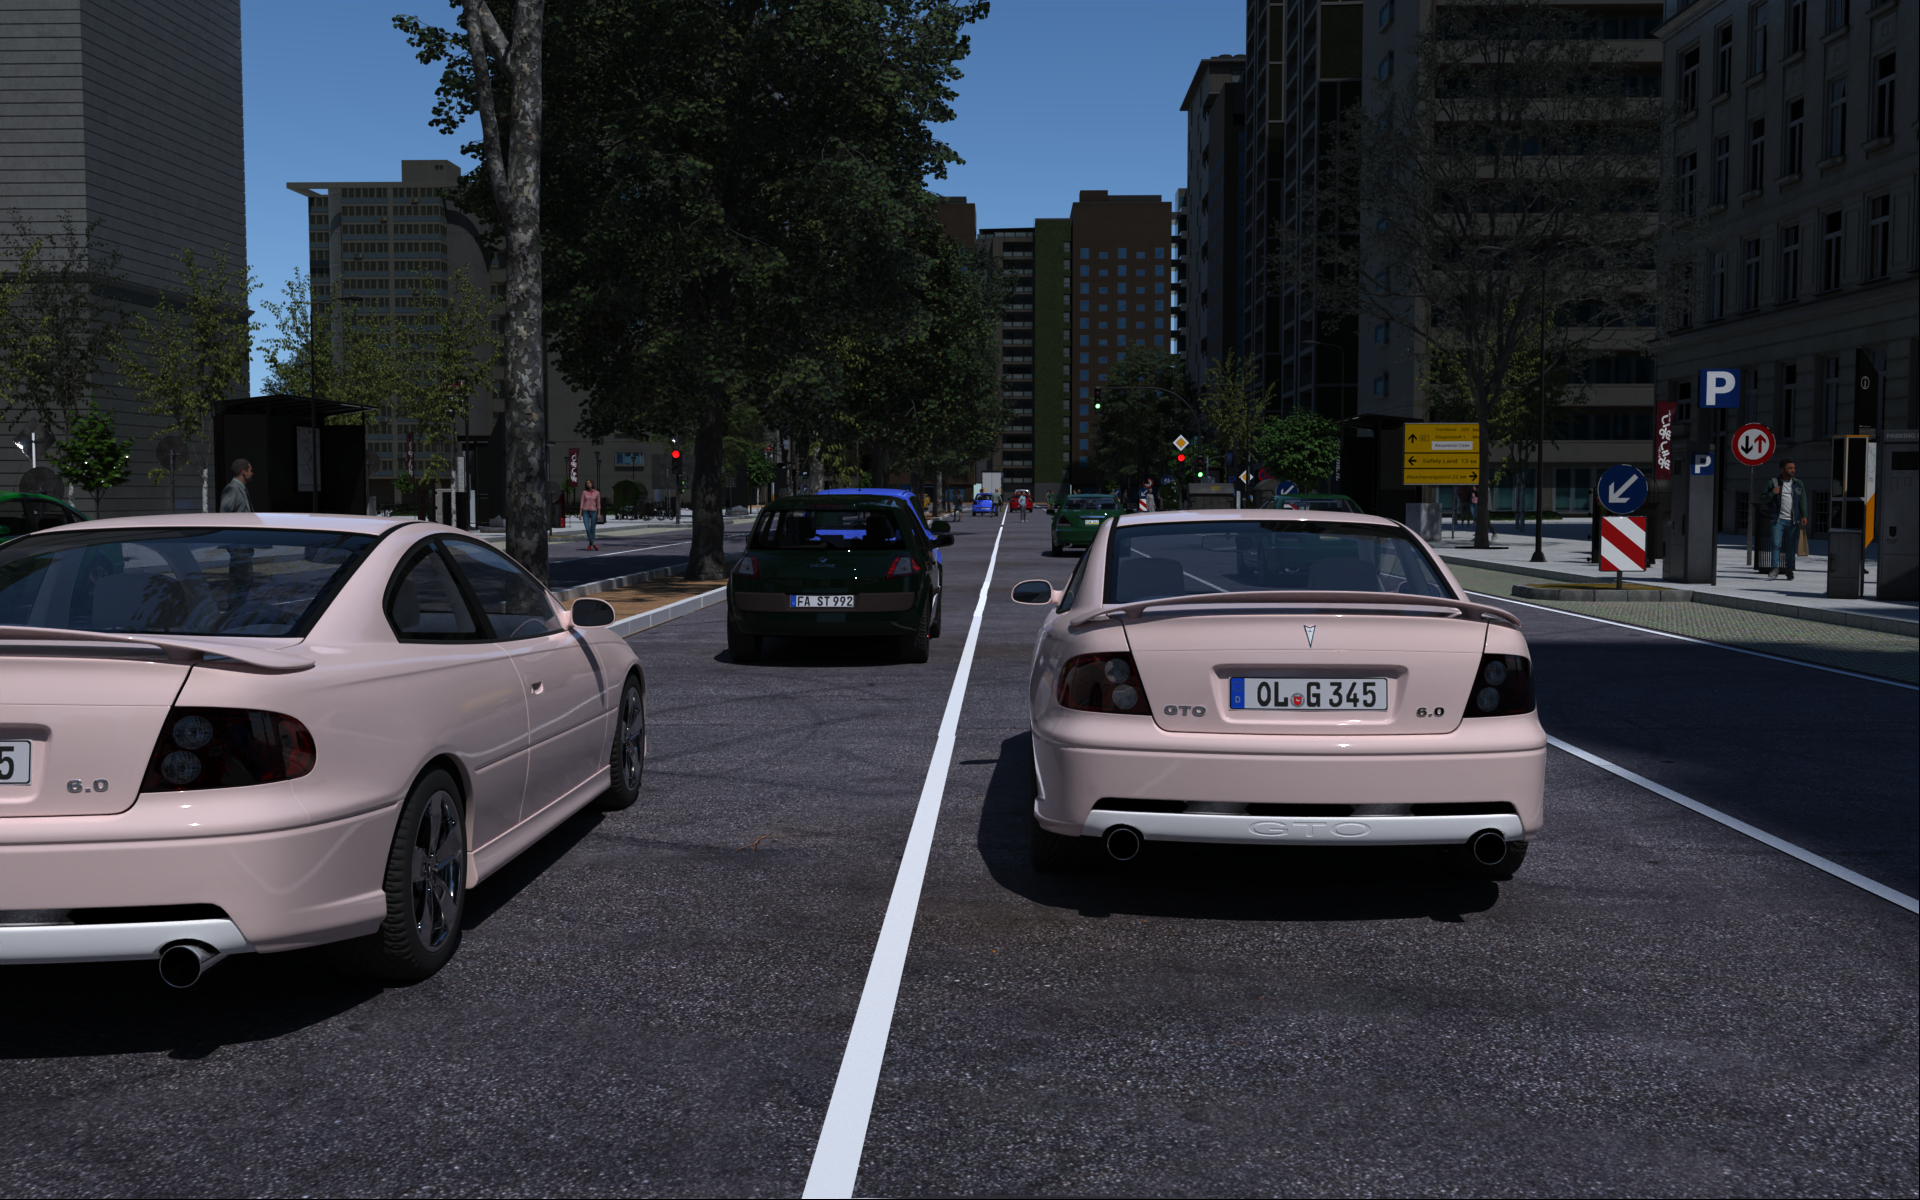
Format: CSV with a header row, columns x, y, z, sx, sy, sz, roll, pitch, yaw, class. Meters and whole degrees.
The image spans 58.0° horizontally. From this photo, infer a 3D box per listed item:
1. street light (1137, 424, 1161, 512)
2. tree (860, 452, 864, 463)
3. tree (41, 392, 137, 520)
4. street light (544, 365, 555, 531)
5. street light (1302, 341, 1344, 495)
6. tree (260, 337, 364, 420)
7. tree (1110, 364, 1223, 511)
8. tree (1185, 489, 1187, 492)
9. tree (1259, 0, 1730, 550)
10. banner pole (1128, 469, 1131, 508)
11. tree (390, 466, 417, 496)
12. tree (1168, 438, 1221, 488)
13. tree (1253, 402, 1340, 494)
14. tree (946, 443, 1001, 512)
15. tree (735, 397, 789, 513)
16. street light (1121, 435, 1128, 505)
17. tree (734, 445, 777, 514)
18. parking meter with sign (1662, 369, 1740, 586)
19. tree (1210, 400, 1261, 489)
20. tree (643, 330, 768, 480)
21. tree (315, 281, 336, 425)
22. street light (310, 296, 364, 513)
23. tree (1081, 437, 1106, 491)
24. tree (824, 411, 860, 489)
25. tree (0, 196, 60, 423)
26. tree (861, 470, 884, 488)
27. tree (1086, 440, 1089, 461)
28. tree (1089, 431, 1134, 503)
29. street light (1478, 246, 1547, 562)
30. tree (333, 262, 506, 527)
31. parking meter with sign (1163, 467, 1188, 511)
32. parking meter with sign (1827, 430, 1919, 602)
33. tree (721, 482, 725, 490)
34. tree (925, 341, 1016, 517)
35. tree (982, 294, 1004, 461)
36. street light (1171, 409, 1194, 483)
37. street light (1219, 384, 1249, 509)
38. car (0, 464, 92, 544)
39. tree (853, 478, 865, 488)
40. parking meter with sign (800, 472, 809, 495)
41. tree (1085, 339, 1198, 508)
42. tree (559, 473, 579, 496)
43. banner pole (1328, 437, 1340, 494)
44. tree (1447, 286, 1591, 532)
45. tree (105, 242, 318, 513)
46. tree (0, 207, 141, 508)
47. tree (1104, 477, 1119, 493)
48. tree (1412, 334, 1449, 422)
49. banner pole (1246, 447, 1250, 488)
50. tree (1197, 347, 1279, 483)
x,y,z,sx,sy,sz,roll,pitch,yaw,class
12.783,-8.734,115.349,1.470,5.913,1.316,0,4,2,street light
-12.049,-14.311,184.344,4.360,8.622,3.978,0,3,0,tree
-16.509,-2.339,32.838,1.663,3.219,1.824,0,3,0,tree
-14.022,-5.401,60.846,1.470,5.913,1.316,0,4,2,street light
11.047,-4.897,52.601,1.470,5.913,1.316,0,4,2,street light
-39.033,-10.293,102.702,7.601,10.594,8.767,0,4,-1,tree
14.800,-11.642,124.754,8.767,10.594,7.601,1,4,14,tree
20.843,-9.723,153.572,1.663,3.219,1.824,0,3,0,tree
12.209,-7.931,40.040,12.009,13.543,11.850,0,3,0,tree
15.340,-10.193,156.677,0.401,3.779,0.863,-1,4,-18,banner pole
-38.242,-7.648,119.638,1.663,3.219,1.824,0,3,0,tree
13.749,-7.179,101.089,4.285,4.588,4.351,0,3,0,tree
12.163,-4.778,61.839,4.285,4.588,4.351,0,3,0,tree
-0.850,-12.428,140.060,8.767,10.594,7.601,0,4,2,tree
-13.866,-10.330,119.261,4.360,8.622,3.978,0,3,0,tree
13.485,-9.994,135.940,1.470,5.913,1.316,0,4,2,street light
-13.594,-7.841,111.906,4.285,4.588,4.351,0,3,0,tree
10.608,-1.757,24.986,0.543,3.016,1.738,0,4,4,parking meter with sign
20.761,-11.065,131.280,4.360,8.622,3.978,0,3,0,tree
-13.993,-10.880,96.016,7.486,12.596,7.792,0,3,0,tree
-20.808,-6.516,56.900,4.737,8.622,4.395,0,3,0,tree
-14.652,-4.168,40.693,1.470,5.913,1.316,0,4,2,street light
17.399,-16.273,216.422,4.737,8.622,4.395,0,3,0,tree
-11.818,-12.229,150.301,4.360,8.622,3.978,0,3,0,tree
-22.102,-5.335,37.597,4.737,8.622,4.395,0,3,0,tree
-10.916,-14.226,216.301,4.285,4.588,4.351,0,3,0,tree
16.182,-15.123,197.614,4.360,8.622,3.978,0,3,0,tree
15.467,-13.303,167.868,4.360,8.622,3.978,0,3,0,tree
10.405,-3.675,32.630,1.470,5.913,1.316,0,4,2,street light
-16.172,-6.355,54.268,4.737,8.622,4.395,0,3,0,tree
14.071,-7.122,112.697,1.738,3.016,0.543,0,4,8,parking meter with sign
11.440,-1.502,20.826,1.738,3.016,0.543,2,4,31,parking meter with sign
-21.985,-9.821,155.166,1.663,3.219,1.824,0,3,0,tree
-1.528,-11.841,106.428,12.009,13.543,11.850,0,3,0,tree
-2.318,-10.778,85.328,9.857,13.997,8.962,0,3,0,tree
12.232,-7.487,94.952,1.470,5.913,1.316,0,4,2,street light
11.602,-6.151,73.115,1.470,5.913,1.316,0,4,2,street light
-11.122,-0.636,19.191,1.959,1.807,4.718,0,4,1,car
-11.224,-12.302,195.739,1.663,3.219,1.824,0,3,0,tree
-12.577,-8.800,140.137,1.738,3.016,0.543,-1,4,-17,parking meter with sign
15.175,-14.493,143.619,9.857,13.997,8.962,0,3,0,tree
-35.096,-9.867,155.922,1.663,3.219,1.824,0,3,0,tree
14.399,-4.679,66.522,0.863,3.779,0.401,3,4,37,banner pole
20.570,-6.884,62.918,4.737,8.622,4.395,0,3,0,tree
-22.152,-6.106,50.201,4.737,8.622,4.395,0,3,0,tree
-22.828,-5.717,43.834,4.360,8.622,3.978,0,3,0,tree
16.695,-11.836,188.112,1.663,3.219,1.824,0,3,0,tree
20.926,-7.443,72.057,4.737,8.622,4.395,0,3,0,tree
15.300,-6.239,92.025,0.401,3.779,0.863,2,4,26,banner pole
13.924,-8.411,87.879,4.737,8.622,4.395,0,3,0,tree
